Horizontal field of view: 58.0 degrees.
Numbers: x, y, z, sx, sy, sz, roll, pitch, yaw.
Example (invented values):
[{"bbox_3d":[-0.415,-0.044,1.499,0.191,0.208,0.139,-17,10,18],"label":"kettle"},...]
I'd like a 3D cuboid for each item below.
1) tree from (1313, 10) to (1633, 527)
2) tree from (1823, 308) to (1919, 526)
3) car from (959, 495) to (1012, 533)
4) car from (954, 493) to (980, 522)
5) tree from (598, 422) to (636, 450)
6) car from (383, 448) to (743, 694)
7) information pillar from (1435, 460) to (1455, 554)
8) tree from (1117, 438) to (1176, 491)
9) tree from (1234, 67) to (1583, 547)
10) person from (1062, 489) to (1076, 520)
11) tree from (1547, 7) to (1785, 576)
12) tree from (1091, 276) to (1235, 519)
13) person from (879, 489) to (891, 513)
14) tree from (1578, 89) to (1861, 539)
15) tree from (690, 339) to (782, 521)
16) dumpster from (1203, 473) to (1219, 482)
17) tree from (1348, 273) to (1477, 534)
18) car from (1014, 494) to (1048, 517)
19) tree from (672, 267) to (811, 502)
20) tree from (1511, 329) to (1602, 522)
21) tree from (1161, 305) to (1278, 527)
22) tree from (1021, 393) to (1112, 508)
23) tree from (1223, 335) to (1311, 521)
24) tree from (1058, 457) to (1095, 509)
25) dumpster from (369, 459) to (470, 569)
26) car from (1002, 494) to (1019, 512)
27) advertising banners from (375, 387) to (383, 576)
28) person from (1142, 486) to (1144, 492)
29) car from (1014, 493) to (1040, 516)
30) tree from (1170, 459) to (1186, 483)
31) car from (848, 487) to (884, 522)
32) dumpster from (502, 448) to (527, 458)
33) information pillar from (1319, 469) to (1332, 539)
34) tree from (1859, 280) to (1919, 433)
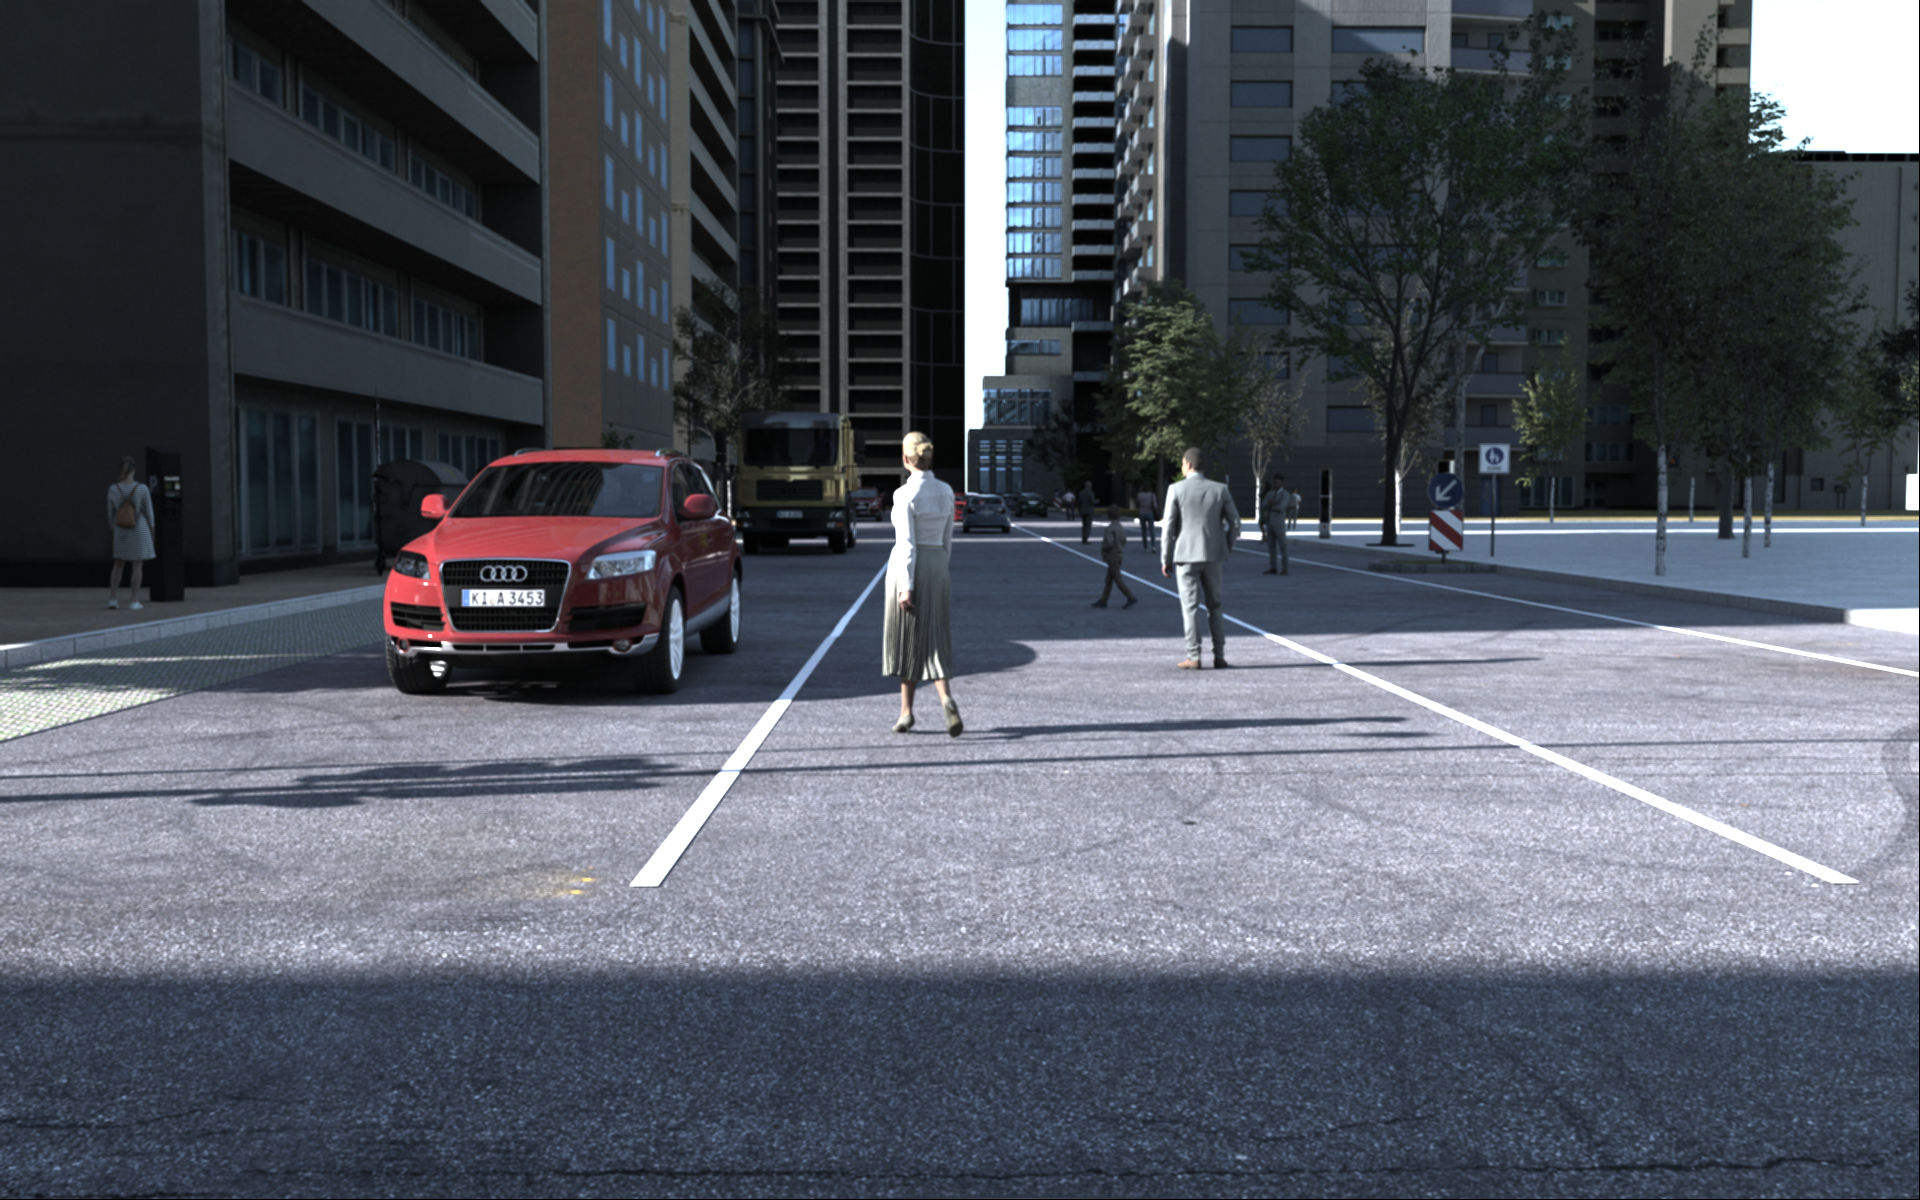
[{"bbox_3d":[20.969,-12.908,66.943,12.611,20.169,13.585,0,3,0],"label":"tree"},{"bbox_3d":[36.572,-7.293,69.600,4.737,8.622,4.395,0,3,0],"label":"tree"},{"bbox_3d":[0.969,-3.222,64.683,2.014,1.417,4.499,0,3,0],"label":"car"},{"bbox_3d":[0.262,-4.089,75.889,2.155,1.783,4.494,0,4,-2],"label":"car"},{"bbox_3d":[-9.406,-3.188,46.727,1.663,3.219,1.824,0,3,0],"label":"tree"},{"bbox_3d":[-3.029,-0.333,14.122,2.281,1.827,5.304,0,4,0],"label":"car"},{"bbox_3d":[10.460,-2.011,37.375,0.304,2.012,0.304,2,4,33],"label":"information pillar"},{"bbox_3d":[10.747,-7.093,99.685,4.285,4.588,4.351,0,3,0],"label":"tree"},{"bbox_3d":[10.759,-7.132,42.358,9.928,11.665,9.643,0,3,0],"label":"tree"},{"bbox_3d":[6.042,-5.281,95.789,0.756,1.711,0.436,1,4,20],"label":"person"},{"bbox_3d":[11.149,-4.672,26.756,4.360,8.622,3.978,0,3,0],"label":"tree"},{"bbox_3d":[10.884,-10.543,90.502,7.486,12.596,7.792,0,3,0],"label":"tree"},{"bbox_3d":[-5.847,-7.470,130.644,1.348,1.823,0.705,0,4,-4],"label":"person"},{"bbox_3d":[21.654,-8.040,49.584,7.486,12.596,7.792,0,3,0],"label":"tree"},{"bbox_3d":[-10.281,-7.848,78.678,4.360,8.622,3.978,0,3,0],"label":"tree"},{"bbox_3d":[10.355,-4.441,75.100,1.502,2.255,1.985,0,4,-1],"label":"dumpster"},{"bbox_3d":[14.230,-6.440,55.657,4.360,8.622,3.978,0,3,0],"label":"tree"},{"bbox_3d":[4.425,-5.864,107.678,2.131,1.459,4.920,0,4,-1],"label":"car"},{"bbox_3d":[-10.170,-8.416,72.015,8.767,10.594,7.601,0,4,3],"label":"tree"},{"bbox_3d":[26.879,-7.833,78.426,4.737,8.622,4.395,0,3,0],"label":"tree"},{"bbox_3d":[10.083,-7.132,66.963,4.737,8.622,4.395,0,3,0],"label":"tree"},{"bbox_3d":[9.802,-13.801,160.054,8.767,10.594,7.601,0,4,3],"label":"tree"},{"bbox_3d":[14.242,-8.002,81.188,4.360,8.622,3.978,0,3,0],"label":"tree"},{"bbox_3d":[10.277,-10.340,152.771,4.285,4.588,4.351,0,3,0],"label":"tree"},{"bbox_3d":[-9.289,-1.473,29.842,1.264,1.857,1.865,0,4,-1],"label":"dumpster"},{"bbox_3d":[3.605,-6.898,124.782,2.014,1.417,4.499,0,4,-2],"label":"car"},{"bbox_3d":[-9.328,-1.933,27.789,0.090,3.025,2.074,-1,4,-18],"label":"advertising banners"},{"bbox_3d":[10.307,-5.495,96.603,0.721,1.735,1.217,-1,4,-15],"label":"person"},{"bbox_3d":[4.605,-6.525,116.279,1.945,1.707,3.694,0,4,1],"label":"car"},{"bbox_3d":[10.843,-5.386,82.661,1.663,3.219,1.824,0,3,0],"label":"tree"},{"bbox_3d":[-5.132,-5.082,91.764,2.281,1.827,5.304,0,4,-1],"label":"car"},{"bbox_3d":[-9.276,-2.086,36.593,1.502,2.255,1.985,0,4,-1],"label":"dumpster"},{"bbox_3d":[10.568,-2.787,50.062,0.304,2.012,0.304,1,4,21],"label":"information pillar"},{"bbox_3d":[32.280,-7.334,54.317,8.767,10.594,7.601,-1,4,-13],"label":"tree"}]
